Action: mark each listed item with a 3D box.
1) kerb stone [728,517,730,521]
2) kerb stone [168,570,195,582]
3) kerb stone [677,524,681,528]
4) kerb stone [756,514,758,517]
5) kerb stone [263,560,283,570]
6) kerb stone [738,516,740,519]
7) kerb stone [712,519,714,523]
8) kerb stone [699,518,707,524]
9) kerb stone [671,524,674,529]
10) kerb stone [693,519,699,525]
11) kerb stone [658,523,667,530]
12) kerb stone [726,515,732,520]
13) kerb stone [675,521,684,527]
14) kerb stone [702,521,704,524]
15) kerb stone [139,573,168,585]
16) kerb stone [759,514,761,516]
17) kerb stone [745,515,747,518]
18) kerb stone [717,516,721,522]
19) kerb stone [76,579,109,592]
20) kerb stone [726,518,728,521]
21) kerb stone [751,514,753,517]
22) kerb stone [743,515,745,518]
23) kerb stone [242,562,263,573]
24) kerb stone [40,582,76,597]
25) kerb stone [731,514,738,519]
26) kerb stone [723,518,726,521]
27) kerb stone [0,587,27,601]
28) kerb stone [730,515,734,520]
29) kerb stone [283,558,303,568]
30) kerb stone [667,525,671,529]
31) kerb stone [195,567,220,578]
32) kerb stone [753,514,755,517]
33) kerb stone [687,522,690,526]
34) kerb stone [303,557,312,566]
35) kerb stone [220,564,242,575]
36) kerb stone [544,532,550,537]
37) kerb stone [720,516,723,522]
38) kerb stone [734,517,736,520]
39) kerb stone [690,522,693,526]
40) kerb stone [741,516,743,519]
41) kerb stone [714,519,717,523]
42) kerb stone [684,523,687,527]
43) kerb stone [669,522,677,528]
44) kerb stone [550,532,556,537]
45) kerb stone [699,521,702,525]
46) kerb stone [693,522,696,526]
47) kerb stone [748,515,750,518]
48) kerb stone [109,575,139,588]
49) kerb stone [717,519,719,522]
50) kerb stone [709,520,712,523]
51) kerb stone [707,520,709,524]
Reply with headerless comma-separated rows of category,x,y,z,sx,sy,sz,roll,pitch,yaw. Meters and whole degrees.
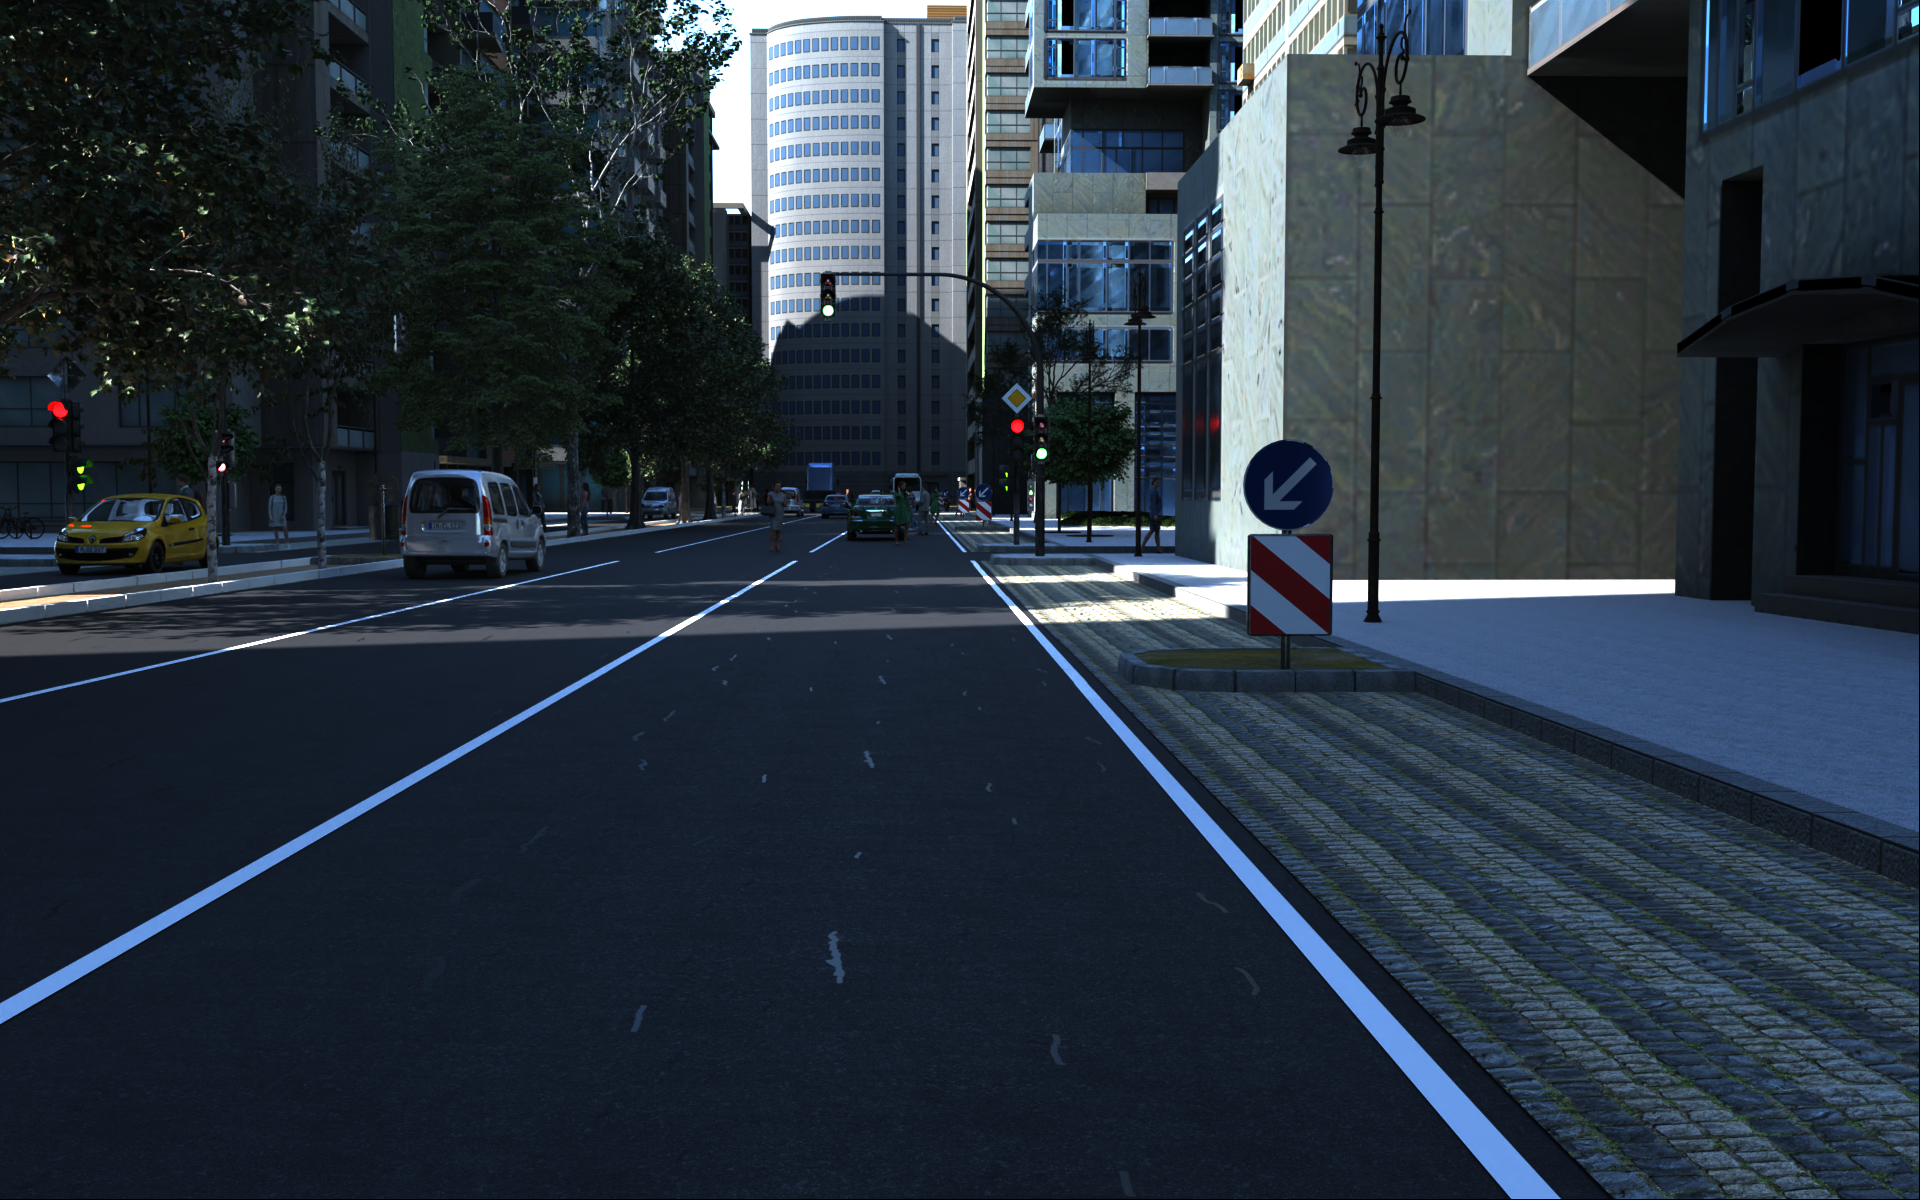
kerb stone,-12.576,-4.309,92.747,0.120,0.150,1.000,0,4,-2
kerb stone,-12.948,-0.384,28.601,0.120,0.150,1.000,0,4,-2
kerb stone,-12.050,-3.123,73.261,0.120,0.150,1.000,0,4,-2
kerb stone,-13.015,-5.317,109.128,0.120,0.150,1.000,0,4,-2
kerb stone,-13.067,-0.642,32.700,0.120,0.150,1.000,0,4,-2
kerb stone,-12.708,-4.628,97.868,0.120,0.150,1.000,0,4,-2
kerb stone,-12.376,-3.876,85.568,0.120,0.150,1.000,0,4,-2
kerb stone,-12.291,-3.688,82.488,0.120,0.150,1.000,0,4,-2
kerb stone,-11.986,-2.997,71.217,0.120,0.150,1.000,0,4,-2
kerb stone,-12.212,-3.496,79.404,0.120,0.150,1.000,0,4,-2
kerb stone,-11.941,-2.871,69.159,0.120,0.150,1.000,0,4,-2
kerb stone,-12.593,-4.374,93.769,0.120,0.150,1.000,0,4,-2
kerb stone,-12.078,-3.186,74.282,0.120,0.150,1.000,0,4,-2
kerb stone,-12.264,-3.617,81.453,0.120,0.150,1.000,0,4,-2
kerb stone,-12.920,-0.329,27.573,0.120,0.150,1.000,0,4,-2
kerb stone,-13.065,-5.442,111.177,0.120,0.150,1.000,0,4,-2
kerb stone,-12.822,-4.879,101.960,0.120,0.150,1.000,0,4,-2
kerb stone,-12.460,-4.064,88.648,0.120,0.150,1.000,0,4,-2
kerb stone,-12.860,-0.201,25.506,0.120,0.150,1.000,0,4,-2
kerb stone,-12.546,-4.252,91.720,0.120,0.150,1.000,0,4,-2
kerb stone,-12.926,-5.129,106.062,0.120,0.150,1.000,0,4,-2
kerb stone,-12.793,-4.816,100.938,0.120,0.150,1.000,0,4,-2
kerb stone,-13.037,-0.580,31.676,0.120,0.150,1.000,0,4,-2
kerb stone,-12.836,-0.139,24.479,0.120,0.150,1.000,0,4,-2
kerb stone,-12.684,-4.566,96.841,0.120,0.150,1.000,0,4,-2
kerb stone,-12.519,-4.184,90.699,0.120,0.150,1.000,0,4,-2
kerb stone,-12.805,-0.072,23.451,0.120,0.150,1.000,0,4,-2
kerb stone,-12.632,-4.440,94.791,0.120,0.150,1.000,0,4,-2
kerb stone,-13.082,-0.706,33.735,0.120,0.150,1.000,0,4,-2
kerb stone,-11.958,-2.935,70.187,0.120,0.150,1.000,0,4,-2
kerb stone,-12.971,-0.452,29.623,0.120,0.150,1.000,0,4,-2
kerb stone,-12.954,-5.192,107.084,0.120,0.150,1.000,0,4,-2
kerb stone,-12.132,-3.306,76.329,0.120,0.150,1.000,0,4,-2
kerb stone,-13.119,-0.768,34.756,0.120,0.150,1.000,0,4,-2
kerb stone,-13.003,-0.517,30.655,0.120,0.150,1.000,0,4,-2
kerb stone,-13.708,-2.117,56.816,0.120,0.150,1.000,0,4,-2
kerb stone,-12.494,-4.127,89.670,0.120,0.150,1.000,0,4,-2
kerb stone,-12.659,-4.503,95.815,0.120,0.150,1.000,0,4,-2
kerb stone,-12.158,-3.374,77.360,0.120,0.150,1.000,0,4,-2
kerb stone,-12.764,-4.748,99.917,0.120,0.150,1.000,0,4,-2
kerb stone,-12.408,-3.939,86.598,0.120,0.150,1.000,0,4,-2
kerb stone,-12.104,-3.248,75.307,0.120,0.150,1.000,0,4,-2
kerb stone,-12.020,-3.061,72.239,0.120,0.150,1.000,0,4,-2
kerb stone,-13.733,-2.175,57.846,0.120,0.150,1.000,0,4,-2
kerb stone,-12.243,-3.562,80.431,0.120,0.150,1.000,0,4,-2
kerb stone,-12.189,-3.436,78.382,0.120,0.150,1.000,0,4,-2
kerb stone,-12.878,-5.004,104.011,0.120,0.150,1.000,0,4,-2
kerb stone,-12.901,-0.255,26.538,0.120,0.150,1.000,0,4,-2
kerb stone,-12.440,-4.002,87.626,0.120,0.150,1.000,0,4,-2
kerb stone,-12.352,-3.812,84.539,0.120,0.150,1.000,0,4,-2
kerb stone,-12.325,-3.748,83.512,0.120,0.150,1.000,0,4,-2
